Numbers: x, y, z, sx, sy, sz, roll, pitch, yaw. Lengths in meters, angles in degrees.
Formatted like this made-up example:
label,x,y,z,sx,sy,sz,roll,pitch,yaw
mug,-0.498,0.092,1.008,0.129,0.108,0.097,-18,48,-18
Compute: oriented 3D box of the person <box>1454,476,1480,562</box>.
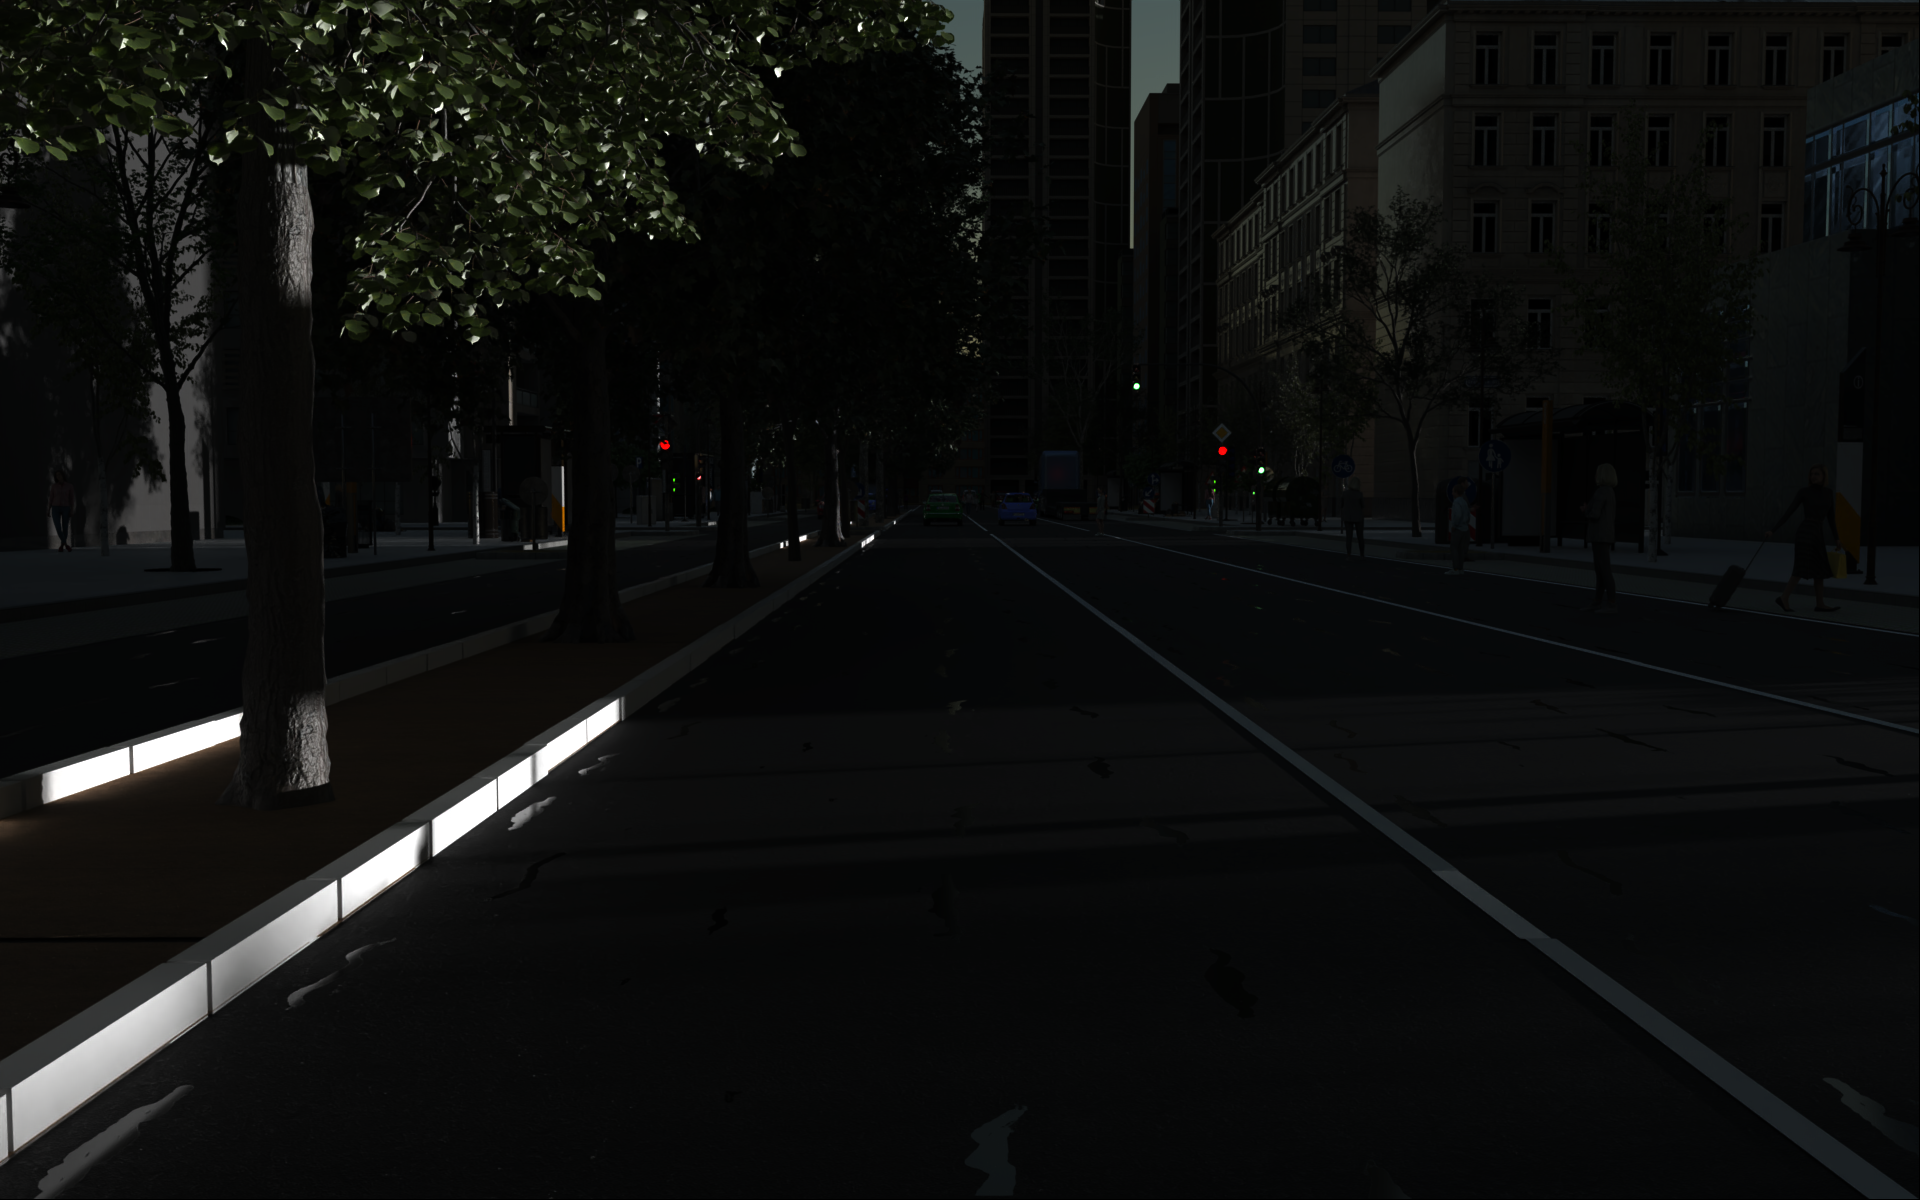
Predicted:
label,x,y,z,sx,sy,sz,roll,pitch,yaw
person,10.627,-1.693,36.387,0.583,1.804,0.606,1,4,16

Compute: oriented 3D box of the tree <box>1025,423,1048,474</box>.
label,x,y,z,sx,sy,sz,roll,pitch,yaw
tree,11.153,-17.029,212.840,7.601,10.594,8.767,-3,5,-42

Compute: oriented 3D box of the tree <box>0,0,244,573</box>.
label,x,y,z,sx,sy,sz,roll,pitch,yaw
tree,-13.059,-6.279,28.418,9.928,11.665,9.643,0,3,0

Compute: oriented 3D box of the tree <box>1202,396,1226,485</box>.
label,x,y,z,sx,sy,sz,roll,pitch,yaw
tree,17.288,-9.422,104.415,4.360,8.622,3.978,0,3,0

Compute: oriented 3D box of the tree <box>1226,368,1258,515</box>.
label,x,y,z,sx,sy,sz,roll,pitch,yaw
tree,17.230,-8.780,93.913,4.360,8.622,3.978,0,3,0

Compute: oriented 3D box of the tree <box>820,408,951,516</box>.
label,x,y,z,sx,sy,sz,roll,pitch,yaw
tree,-4.462,-12.349,111.024,9.857,13.997,8.962,0,3,0

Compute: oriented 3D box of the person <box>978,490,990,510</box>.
label,x,y,z,sx,sy,sz,roll,pitch,yaw
person,1.998,-8.916,154.407,1.348,1.807,0.705,0,4,-8

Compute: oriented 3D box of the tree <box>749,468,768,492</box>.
label,x,y,z,sx,sy,sz,roll,pitch,yaw
tree,-14.181,-7.687,120.291,1.663,3.219,1.824,0,3,0

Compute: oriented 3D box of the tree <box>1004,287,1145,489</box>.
label,x,y,z,sx,sy,sz,roll,pitch,yaw
tree,9.777,-18.579,159.650,12.611,20.169,13.585,0,3,0

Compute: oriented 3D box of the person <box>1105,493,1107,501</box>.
label,x,y,z,sx,sy,sz,roll,pitch,yaw
person,18.330,-12.696,216.890,0.557,1.426,1.065,1,4,9

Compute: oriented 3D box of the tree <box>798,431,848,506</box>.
label,x,y,z,sx,sy,sz,roll,pitch,yaw
tree,-14.980,-15.522,179.536,9.928,11.665,9.643,0,3,0

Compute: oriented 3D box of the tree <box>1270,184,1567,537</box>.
label,x,y,z,sx,sy,sz,roll,pitch,yaw
tree,13.644,-7.167,51.591,8.767,10.594,7.601,0,4,4

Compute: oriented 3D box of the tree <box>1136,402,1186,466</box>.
label,x,y,z,sx,sy,sz,roll,pitch,yaw
tree,16.337,-11.577,139.644,4.737,8.622,4.395,0,3,0

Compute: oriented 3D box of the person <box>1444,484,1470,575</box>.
label,x,y,z,sx,sy,sz,roll,pitch,yaw
person,8.879,-1.257,30.868,0.589,1.601,0.330,-3,5,-45

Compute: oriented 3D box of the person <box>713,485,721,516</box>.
label,x,y,z,sx,sy,sz,roll,pitch,yaw
person,-14.288,-5.912,102.567,0.638,1.841,0.748,1,4,14

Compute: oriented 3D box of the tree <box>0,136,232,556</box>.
label,x,y,z,sx,sy,sz,roll,pitch,yaw
tree,-17.436,-5.210,35.543,4.737,8.622,4.395,0,3,0

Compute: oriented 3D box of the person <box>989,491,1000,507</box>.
label,x,y,z,sx,sy,sz,roll,pitch,yaw
person,3.835,-11.110,190.169,1.348,1.821,0.705,-2,4,-30

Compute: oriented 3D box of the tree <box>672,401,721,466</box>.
label,x,y,z,sx,sy,sz,roll,pitch,yaw
tree,-17.886,-10.299,118.744,4.360,8.622,3.978,0,3,0

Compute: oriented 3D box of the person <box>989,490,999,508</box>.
label,x,y,z,sx,sy,sz,roll,pitch,yaw
person,3.437,-10.391,178.392,1.348,1.824,0.705,-2,4,-25

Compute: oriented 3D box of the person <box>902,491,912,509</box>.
label,x,y,z,sx,sy,sz,roll,pitch,yaw
person,-4.936,-9.213,159.809,1.217,1.739,0.721,2,4,29

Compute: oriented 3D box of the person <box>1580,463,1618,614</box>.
label,x,y,z,sx,sy,sz,roll,pitch,yaw
person,7.673,-0.746,20.874,0.526,1.800,0.537,3,5,41

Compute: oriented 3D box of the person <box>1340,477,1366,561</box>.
label,x,y,z,sx,sy,sz,roll,pitch,yaw
person,8.440,-1.745,37.220,0.537,1.800,0.526,2,4,30

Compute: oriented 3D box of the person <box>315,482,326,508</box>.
label,x,y,z,sx,sy,sz,roll,pitch,yaw
person,-16.137,-2.283,43.354,0.794,1.824,0.713,-1,4,-18

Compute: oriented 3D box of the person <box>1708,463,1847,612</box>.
label,x,y,z,sx,sy,sz,roll,pitch,yaw
person,9.965,-0.756,21.083,1.509,1.804,0.699,2,4,26

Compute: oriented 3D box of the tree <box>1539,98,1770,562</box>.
label,x,y,z,sx,sy,sz,roll,pitch,yaw
tree,12.966,-5.006,32.218,4.737,8.622,4.395,0,3,0

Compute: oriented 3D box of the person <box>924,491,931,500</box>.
label,x,y,z,sx,sy,sz,roll,pitch,yaw
person,-2.863,-9.297,161.291,1.217,1.735,0.721,3,5,44

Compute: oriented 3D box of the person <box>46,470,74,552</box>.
label,x,y,z,sx,sy,sz,roll,pitch,yaw
person,-19.892,-1.972,38.297,0.555,1.821,0.388,-2,4,-28

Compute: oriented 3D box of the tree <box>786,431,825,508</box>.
label,x,y,z,sx,sy,sz,roll,pitch,yaw
tree,-14.163,-13.026,163.339,4.737,8.622,4.395,0,3,0

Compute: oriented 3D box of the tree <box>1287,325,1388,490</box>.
label,x,y,z,sx,sy,sz,roll,pitch,yaw
tree,16.716,-7.654,75.511,4.737,8.622,4.395,0,3,0

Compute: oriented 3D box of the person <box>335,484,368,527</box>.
label,x,y,z,sx,sy,sz,roll,pitch,yaw
person,-22.307,-3.344,63.395,1.509,1.804,0.699,-3,4,-36

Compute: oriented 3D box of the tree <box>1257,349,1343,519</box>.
label,x,y,z,sx,sy,sz,roll,pitch,yaw
tree,17.642,-8.473,88.893,4.360,8.622,3.978,0,3,0

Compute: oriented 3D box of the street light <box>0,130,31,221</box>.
label,x,y,z,sx,sy,sz,roll,pitch,yaw
street light,-11.621,-2.924,20.595,0.468,5.910,1.993,0,4,-1

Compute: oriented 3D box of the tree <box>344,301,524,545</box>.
label,x,y,z,sx,sy,sz,roll,pitch,yaw
tree,-12.524,-5.726,43.980,4.360,8.622,3.978,0,3,0

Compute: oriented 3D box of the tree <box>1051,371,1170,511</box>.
label,x,y,z,sx,sy,sz,roll,pitch,yaw
tree,12.401,-11.997,130.566,7.601,10.594,8.767,-1,4,-22

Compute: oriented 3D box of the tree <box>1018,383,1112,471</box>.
label,x,y,z,sx,sy,sz,roll,pitch,yaw
tree,11.340,-17.072,189.490,12.009,13.543,11.850,0,3,0

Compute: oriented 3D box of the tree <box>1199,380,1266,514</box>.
label,x,y,z,sx,sy,sz,roll,pitch,yaw
tree,17.302,-9.737,109.559,4.737,8.622,4.395,0,3,0

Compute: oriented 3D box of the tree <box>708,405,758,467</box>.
label,x,y,z,sx,sy,sz,roll,pitch,yaw
tree,-13.668,-9.639,107.955,4.737,8.622,4.395,0,3,0

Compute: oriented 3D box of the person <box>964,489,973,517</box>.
label,x,y,z,sx,sy,sz,roll,pitch,yaw
person,0.497,-6.154,109.781,0.731,1.740,0.598,0,4,5

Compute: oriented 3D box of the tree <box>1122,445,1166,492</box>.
label,x,y,z,sx,sy,sz,roll,pitch,yaw
tree,12.415,-8.067,115.605,4.285,4.588,4.351,0,3,0

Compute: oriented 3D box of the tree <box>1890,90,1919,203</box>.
label,x,y,z,sx,sy,sz,roll,pitch,yaw
tree,12.904,-4.234,19.587,4.737,8.622,4.395,0,3,0

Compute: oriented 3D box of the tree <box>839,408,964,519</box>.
label,x,y,z,sx,sy,sz,roll,pitch,yaw
tree,-4.381,-11.429,99.695,12.009,13.543,11.850,0,3,0

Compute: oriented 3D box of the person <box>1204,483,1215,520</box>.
label,x,y,z,sx,sy,sz,roll,pitch,yaw
person,12.525,-4.942,86.857,0.555,1.821,0.388,-1,4,-22

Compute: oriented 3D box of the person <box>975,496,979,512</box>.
label,x,y,z,sx,sy,sz,roll,pitch,yaw
person,1.351,-7.528,135.859,0.425,1.301,0.394,2,4,33

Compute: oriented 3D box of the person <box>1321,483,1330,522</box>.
label,x,y,z,sx,sy,sz,roll,pitch,yaw
person,16.650,-4.437,78.935,0.599,1.781,0.374,-2,4,-30

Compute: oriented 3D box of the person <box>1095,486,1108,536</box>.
label,x,y,z,sx,sy,sz,roll,pitch,yaw
person,4.843,-3.062,59.571,0.522,1.701,0.512,-1,4,-10

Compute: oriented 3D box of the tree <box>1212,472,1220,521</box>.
label,x,y,z,sx,sy,sz,roll,pitch,yaw
tree,13.104,-5.472,84.073,1.663,3.219,1.824,0,3,0

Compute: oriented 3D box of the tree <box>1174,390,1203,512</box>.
label,x,y,z,sx,sy,sz,roll,pitch,yaw
tree,16.985,-10.510,122.199,4.360,8.622,3.978,0,3,0

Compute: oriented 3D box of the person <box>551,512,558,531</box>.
label,x,y,z,sx,sy,sz,roll,pitch,yaw
person,-12.217,-2.536,52.529,0.505,1.210,0.382,1,4,18

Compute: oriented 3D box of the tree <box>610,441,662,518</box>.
label,x,y,z,sx,sy,sz,roll,pitch,yaw
tree,-19.253,-7.424,105.093,4.285,4.588,4.351,0,3,0

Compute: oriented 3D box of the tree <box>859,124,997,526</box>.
label,x,y,z,sx,sy,sz,roll,pitch,yaw
tree,-5.204,-13.928,86.069,12.611,20.169,13.585,0,3,0

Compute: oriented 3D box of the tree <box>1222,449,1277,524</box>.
label,x,y,z,sx,sy,sz,roll,pitch,yaw
tree,12.426,-4.851,73.913,1.663,3.219,1.824,0,3,0

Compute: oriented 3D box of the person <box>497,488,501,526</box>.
label,x,y,z,sx,sy,sz,roll,pitch,yaw
person,-18.237,-3.851,69.193,0.721,1.800,0.419,-2,4,-32

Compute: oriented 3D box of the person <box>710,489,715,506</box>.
label,x,y,z,sx,sy,sz,roll,pitch,yaw
person,-19.128,-7.739,132.557,0.794,1.824,0.713,-3,4,-36
